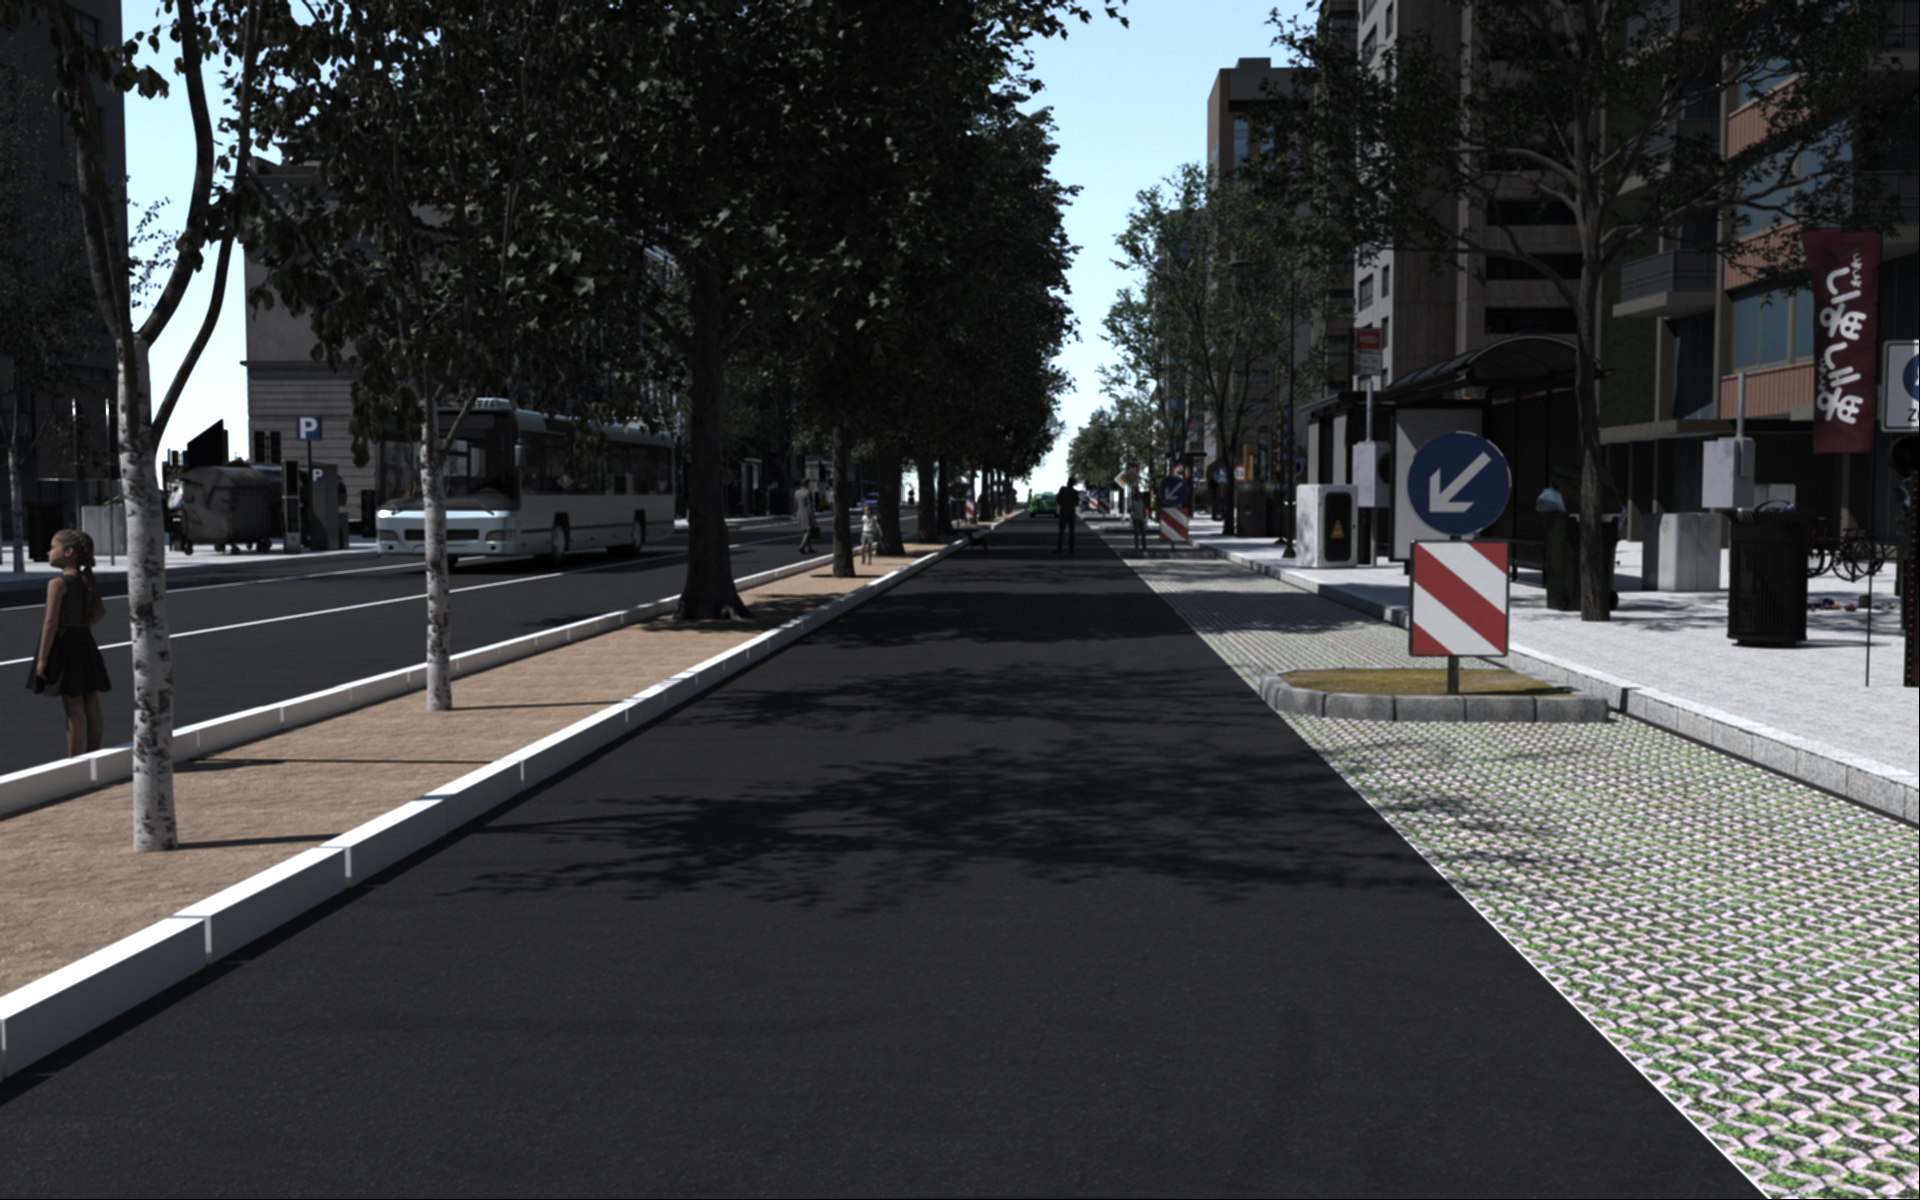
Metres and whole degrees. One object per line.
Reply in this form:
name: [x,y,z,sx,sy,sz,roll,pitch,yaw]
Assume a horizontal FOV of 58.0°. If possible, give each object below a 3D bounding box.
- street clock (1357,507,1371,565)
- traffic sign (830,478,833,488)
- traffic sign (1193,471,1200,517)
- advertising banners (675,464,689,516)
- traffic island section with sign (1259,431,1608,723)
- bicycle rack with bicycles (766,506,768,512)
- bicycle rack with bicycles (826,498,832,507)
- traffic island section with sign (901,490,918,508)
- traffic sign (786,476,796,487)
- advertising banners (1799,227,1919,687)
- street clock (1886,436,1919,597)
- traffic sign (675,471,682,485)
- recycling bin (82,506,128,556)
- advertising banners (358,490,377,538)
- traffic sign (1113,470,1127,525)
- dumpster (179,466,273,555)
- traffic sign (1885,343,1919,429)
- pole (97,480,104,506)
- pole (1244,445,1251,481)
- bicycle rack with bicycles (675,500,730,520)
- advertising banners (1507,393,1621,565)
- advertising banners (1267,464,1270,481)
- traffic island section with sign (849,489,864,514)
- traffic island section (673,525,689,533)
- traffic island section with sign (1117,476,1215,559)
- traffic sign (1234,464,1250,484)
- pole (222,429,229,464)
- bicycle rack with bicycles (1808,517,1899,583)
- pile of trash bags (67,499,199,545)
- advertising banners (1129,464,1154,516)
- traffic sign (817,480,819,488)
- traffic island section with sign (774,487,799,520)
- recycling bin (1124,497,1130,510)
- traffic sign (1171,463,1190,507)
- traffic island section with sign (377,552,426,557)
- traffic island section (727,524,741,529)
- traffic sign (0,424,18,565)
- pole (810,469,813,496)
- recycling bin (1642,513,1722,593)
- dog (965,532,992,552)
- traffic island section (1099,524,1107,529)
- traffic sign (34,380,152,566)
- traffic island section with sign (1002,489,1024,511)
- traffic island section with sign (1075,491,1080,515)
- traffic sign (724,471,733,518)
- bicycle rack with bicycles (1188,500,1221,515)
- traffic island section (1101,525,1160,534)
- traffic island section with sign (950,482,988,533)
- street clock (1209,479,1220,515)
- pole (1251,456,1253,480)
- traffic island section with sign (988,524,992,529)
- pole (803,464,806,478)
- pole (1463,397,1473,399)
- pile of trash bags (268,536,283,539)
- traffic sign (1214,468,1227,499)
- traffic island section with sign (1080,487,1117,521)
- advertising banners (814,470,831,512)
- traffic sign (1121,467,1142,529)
street clock: [7.345,-1.640,31.383,0.358,2.002,0.471,-2,4,-26]
traffic sign: [-10.043,-8.375,137.044,0.768,2.556,0.104,1,4,13]
traffic sign: [13.093,-5.942,97.264,0.768,2.556,0.104,1,4,12]
advertising banners: [-15.872,-6.411,101.000,2.074,3.025,0.090,-2,4,-26]
traffic island section with sign: [3.093,-0.191,11.755,1.989,1.847,2.006,0,4,3]
bicycle rack with bicycles: [-15.201,-6.565,120.714,2.925,0.926,2.852,3,5,41]
bicycle rack with bicycles: [-10.631,-7.984,143.919,2.925,0.926,2.852,-1,4,-23]
traffic island section with sign: [-4.797,-10.013,172.342,1.989,1.847,2.006,0,4,3]
traffic sign: [-12.175,-7.599,124.344,0.768,2.556,0.104,0,4,4]
advertising banners: [6.554,-0.931,11.405,2.074,3.025,0.090,0,4,4]
street clock: [11.849,-1.045,21.661,0.471,2.002,0.358,1,4,13]
traffic sign: [-10.765,-3.735,64.713,0.795,2.450,0.064,0,4,3]
recycling bin: [-17.891,-1.450,36.266,0.722,1.027,0.722,-1,4,-10]
advertising banners: [-16.705,-3.365,51.205,2.074,3.025,0.090,-1,4,-22]
traffic sign: [6.746,-4.164,71.717,0.795,2.450,0.064,0,4,3]
dumpster: [-15.605,-1.901,36.843,1.264,1.857,1.865,0,4,3]
traffic sign: [6.450,-0.578,11.587,0.606,2.300,0.079,0,4,6]
pole: [-32.019,-4.323,64.521,0.158,3.312,0.155,0,3,0]
pole: [11.807,-4.749,71.487,0.158,3.312,0.155,0,3,0]
bicycle rack with bicycles: [-12.762,-4.392,85.185,2.925,0.926,2.852,-2,4,-34]
advertising banners: [10.499,-2.078,30.166,2.074,3.025,0.090,0,4,-4]
advertising banners: [17.398,-6.368,100.304,2.074,3.025,0.090,-3,4,-38]
traffic island section with sign: [-7.572,-6.967,122.532,1.989,1.847,2.006,0,4,3]
traffic island section: [-10.789,-2.599,64.776,2.009,0.180,2.903,0,4,3]
traffic island section with sign: [4.609,-1.837,38.667,1.989,1.847,2.006,0,4,3]
traffic sign: [12.037,-4.543,74.381,0.768,2.556,0.104,1,4,11]
pole: [-23.192,-3.726,54.763,0.158,3.312,0.155,0,3,0]
bicycle rack with bicycles: [13.433,-0.782,26.161,2.925,0.926,2.852,-1,4,-10]
pile of trash bags: [-20.441,-2.031,42.959,3.447,1.369,1.912,0,4,-8]
advertising banners: [10.781,-6.337,99.791,2.074,3.025,0.090,0,4,-1]
traffic sign: [-10.023,-7.533,125.294,0.606,2.300,0.079,0,4,8]
traffic island section with sign: [-9.096,-5.301,95.304,1.989,1.847,2.006,0,4,3]
recycling bin: [13.067,-7.624,137.205,0.722,1.027,0.722,1,4,21]
traffic sign: [9.174,-4.401,72.057,0.768,2.556,0.104,1,4,10]
traffic island section with sign: [-12.175,-1.926,40.114,1.989,1.847,2.006,0,4,3]
traffic island section: [-10.344,-3.087,72.748,2.009,0.180,2.903,0,4,3]
traffic sign: [-17.413,-1.910,31.337,0.768,2.556,0.104,0,4,3]
pole: [-12.077,-9.002,141.025,0.158,3.312,0.155,0,3,0]
recycling bin: [9.524,-0.631,22.872,0.722,1.027,0.722,-1,4,-12]
dog: [0.446,-1.428,42.631,0.540,0.507,0.406,-2,4,-32]
traffic island section: [6.770,-3.028,71.793,2.009,0.180,2.903,0,4,3]
traffic sign: [-15.487,-2.268,30.955,2.265,3.308,0.079,1,4,8]
traffic island section with sign: [4.489,-8.483,146.835,2.006,1.907,1.989,0,4,3]
traffic island section with sign: [9.181,-6.867,120.899,1.989,1.847,2.006,0,4,3]
traffic sign: [-12.504,-5.662,92.682,0.768,2.556,0.104,1,4,13]
bicycle rack with bicycles: [15.311,-5.656,105.863,2.925,0.926,2.852,2,4,29]
traffic island section: [6.325,-2.541,63.820,2.009,0.180,2.903,0,4,3]
traffic island section with sign: [-0.107,-3.442,64.417,2.006,1.907,1.989,0,4,3]
street clock: [12.489,-4.926,85.109,0.471,2.002,0.358,2,4,29]
pole: [15.434,-5.990,91.775,0.158,3.312,0.155,0,3,0]
traffic island section with sign: [0.315,-3.895,71.812,2.006,1.907,1.989,0,4,3]
pole: [-10.577,-7.584,117.833,0.158,3.312,0.155,0,3,0]
pole: [10.688,-2.610,36.518,0.158,3.312,0.155,0,3,0]
pile of trash bags: [-20.386,-2.497,50.572,1.912,1.369,3.447,-2,4,-33]
traffic sign: [12.795,-5.164,84.534,0.768,2.556,0.104,1,4,12]
traffic island section with sign: [7.673,-5.212,93.841,1.989,1.847,2.006,0,4,3]
advertising banners: [-10.394,-7.949,126.157,2.074,3.025,0.090,0,4,-7]
traffic sign: [6.302,-3.676,63.744,0.795,2.450,0.064,0,4,3]
